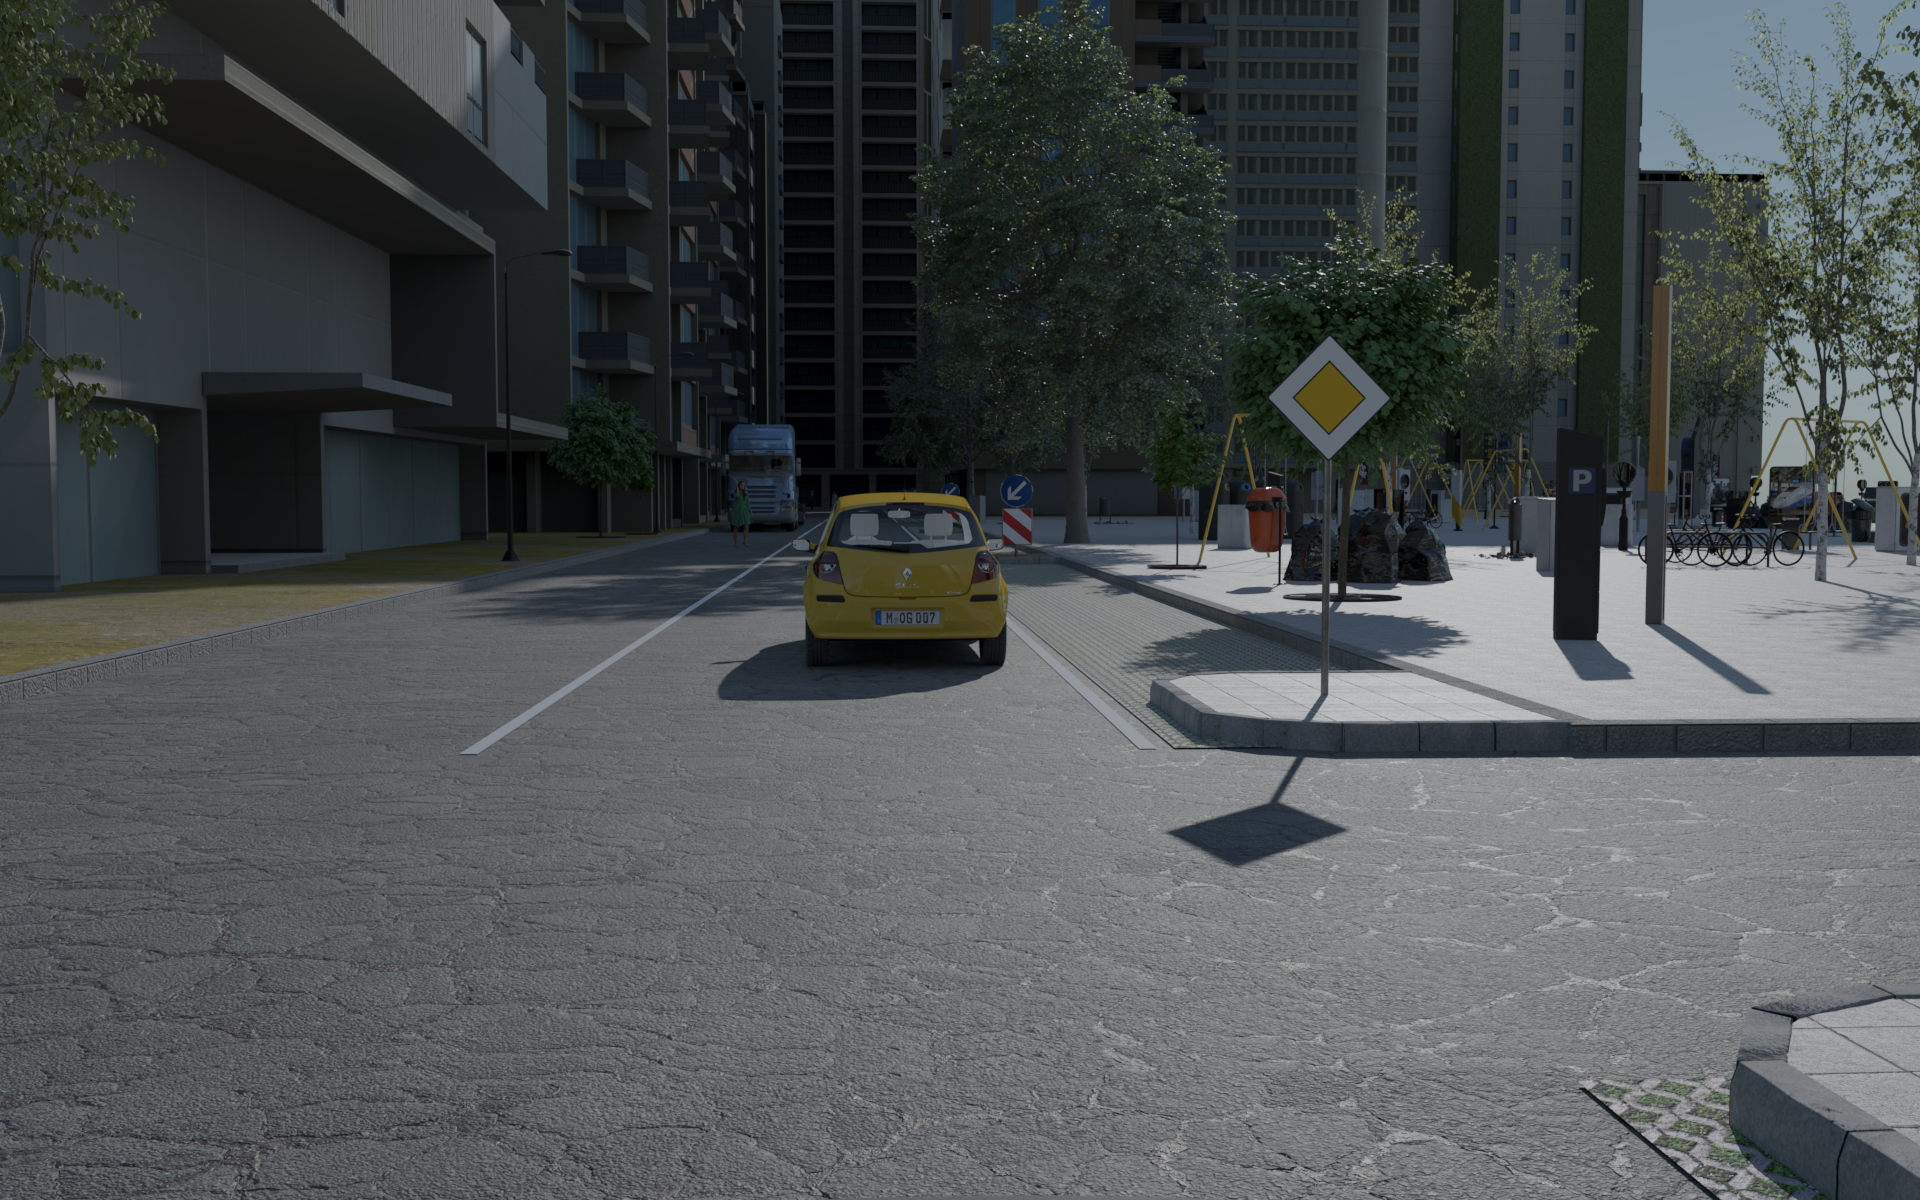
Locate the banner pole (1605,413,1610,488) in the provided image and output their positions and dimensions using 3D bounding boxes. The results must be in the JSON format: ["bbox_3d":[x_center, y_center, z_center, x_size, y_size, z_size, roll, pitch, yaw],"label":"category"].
[{"bbox_3d":[20.121,-3.906,53.886,0.401,3.779,0.863,1,4,23],"label":"banner pole"}]

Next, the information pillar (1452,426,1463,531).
[{"bbox_3d":[17.222,-4.196,59.959,0.183,3.616,0.504,-1,4,-16],"label":"information pillar"}]

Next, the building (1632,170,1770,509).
[{"bbox_3d":[63.447,-23.651,158.389,14.107,30.474,14.160,0,4,-3],"label":"building"}]

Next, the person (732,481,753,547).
[{"bbox_3d":[-5.930,-2.336,46.948,0.600,1.795,0.529,-3,5,-43],"label":"person"}]

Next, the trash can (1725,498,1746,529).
[{"bbox_3d":[28.588,-3.194,63.871,0.748,1.137,0.748,0,3,0],"label":"trash can"}]

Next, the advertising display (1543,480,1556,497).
[{"bbox_3d":[28.104,-4.700,82.060,0.974,1.923,0.123,0,4,3],"label":"advertising display"}]

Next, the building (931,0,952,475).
[{"bbox_3d":[11.435,-34.203,148.449,28.713,52.752,27.495,0,4,-3],"label":"building"}]

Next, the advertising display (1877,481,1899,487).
[{"bbox_3d":[45.057,-4.827,84.142,0.123,1.923,0.974,-2,4,-32],"label":"advertising display"}]

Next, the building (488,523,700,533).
[{"bbox_3d":[-20.696,-25.354,69.157,22.147,44.769,28.867,0,4,-3],"label":"building"}]

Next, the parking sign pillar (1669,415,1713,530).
[{"bbox_3d":[24.848,-4.305,58.865,1.447,3.967,1.447,2,4,33],"label":"parking sign pillar"}]

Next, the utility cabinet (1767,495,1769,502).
[{"bbox_3d":[41.001,-4.624,86.760,1.020,1.237,0.306,0,4,8],"label":"utility cabinet"}]

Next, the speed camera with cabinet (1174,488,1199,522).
[{"bbox_3d":[10.830,-5.261,80.357,2.038,3.252,0.660,-3,4,-39],"label":"speed camera with cabinet"}]

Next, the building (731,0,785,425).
[{"bbox_3d":[-26.289,-32.164,149.581,21.600,48.544,21.300,0,4,-3],"label":"building"}]

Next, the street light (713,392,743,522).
[{"bbox_3d":[-10.609,-6.528,79.268,1.470,5.913,1.316,0,4,-3],"label":"street light"}]

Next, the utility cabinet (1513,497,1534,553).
[{"bbox_3d":[12.619,-1.633,37.865,1.020,1.237,0.306,1,4,17],"label":"utility cabinet"}]

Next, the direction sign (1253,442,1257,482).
[{"bbox_3d":[10.399,-4.228,61.128,0.379,3.537,0.876,1,4,17],"label":"direction sign"}]

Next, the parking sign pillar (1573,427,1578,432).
[{"bbox_3d":[24.922,-4.999,70.200,1.447,3.967,1.447,0,4,7],"label":"parking sign pillar"}]

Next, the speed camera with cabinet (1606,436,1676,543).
[{"bbox_3d":[17.642,-3.120,45.354,2.038,3.252,0.660,1,4,21],"label":"speed camera with cabinet"}]

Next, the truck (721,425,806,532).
[{"bbox_3d":[-7.952,-5.082,72.845,2.967,4.110,18.799,0,4,-4],"label":"truck"}]

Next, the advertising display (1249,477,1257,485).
[{"bbox_3d":[10.911,-3.628,64.527,0.123,1.923,0.974,1,4,19],"label":"advertising display"}]

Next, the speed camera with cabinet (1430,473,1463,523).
[{"bbox_3d":[21.363,-4.997,76.044,0.660,3.252,2.038,-1,4,-10],"label":"speed camera with cabinet"}]

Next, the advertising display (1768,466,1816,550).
[{"bbox_3d":[19.176,-2.124,39.937,0.974,1.923,0.123,3,5,40],"label":"advertising display"}]

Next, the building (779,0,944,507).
[{"bbox_3d":[-8.597,-45.293,178.799,20.611,71.187,20.563,0,4,-3],"label":"building"}]

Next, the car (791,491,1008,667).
[{"bbox_3d":[-0.550,-0.345,15.861,2.015,1.641,3.980,0,4,-4],"label":"car"}]

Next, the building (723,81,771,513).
[{"bbox_3d":[-20.734,-21.387,121.384,14.160,30.474,14.107,0,4,-3],"label":"building"}]

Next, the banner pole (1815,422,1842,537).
[{"bbox_3d":[26.217,-3.810,52.316,0.401,3.779,0.863,-3,5,-45],"label":"banner pole"}]

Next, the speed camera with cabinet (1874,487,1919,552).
[{"bbox_3d":[21.477,-2.710,38.650,2.038,3.252,0.660,-1,4,-18],"label":"speed camera with cabinet"}]

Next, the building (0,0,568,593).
[{"bbox_3d":[-23.529,-27.117,32.595,28.713,52.752,27.495,0,4,-3],"label":"building"}]

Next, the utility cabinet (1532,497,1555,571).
[{"bbox_3d":[10.119,-1.096,29.075,1.020,1.237,0.306,-2,4,-34],"label":"utility cabinet"}]

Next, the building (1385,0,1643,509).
[{"bbox_3d":[42.497,-37.375,153.080,28.212,58.520,21.231,0,4,-3],"label":"building"}]

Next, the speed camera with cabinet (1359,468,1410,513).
[{"bbox_3d":[15.068,-4.082,61.077,2.038,3.252,0.660,-3,5,-41],"label":"speed camera with cabinet"}]

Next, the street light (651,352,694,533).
[{"bbox_3d":[-9.413,-5.151,56.766,1.470,5.913,1.316,0,4,-3],"label":"street light"}]

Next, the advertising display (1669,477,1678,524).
[{"bbox_3d":[25.881,-3.580,63.753,0.974,1.923,0.123,0,4,8],"label":"advertising display"}]

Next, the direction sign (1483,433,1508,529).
[{"bbox_3d":[19.745,-4.399,63.913,0.876,3.537,0.379,0,3,0],"label":"direction sign"}]

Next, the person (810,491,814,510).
[{"bbox_3d":[-13.527,-9.045,157.116,0.721,1.736,1.217,-1,4,-10],"label":"person"}]

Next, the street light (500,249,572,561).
[{"bbox_3d":[-8.063,-3.698,33.000,1.470,5.913,1.316,0,4,-3],"label":"street light"}]

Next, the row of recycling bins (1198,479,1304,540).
[{"bbox_3d":[8.216,-2.563,49.013,3.534,1.692,1.069,-2,4,-31],"label":"row of recycling bins"}]

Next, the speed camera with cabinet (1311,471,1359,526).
[{"bbox_3d":[15.168,-4.601,69.554,2.038,3.252,0.660,1,4,17],"label":"speed camera with cabinet"}]

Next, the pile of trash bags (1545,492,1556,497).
[{"bbox_3d":[28.688,-4.284,79.798,3.447,1.369,1.912,2,4,25],"label":"pile of trash bags"}]

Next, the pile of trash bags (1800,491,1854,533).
[{"bbox_3d":[28.714,-2.932,57.693,1.912,1.369,3.447,2,4,30],"label":"pile of trash bags"}]

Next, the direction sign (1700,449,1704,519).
[{"bbox_3d":[37.467,-5.854,87.717,0.379,3.537,0.876,0,4,5],"label":"direction sign"}]

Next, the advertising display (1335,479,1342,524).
[{"bbox_3d":[16.434,-4.232,74.406,0.123,1.923,0.974,3,5,43],"label":"advertising display"}]

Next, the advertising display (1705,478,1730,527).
[{"bbox_3d":[29.478,-3.804,67.413,0.974,1.923,0.123,0,4,-7],"label":"advertising display"}]

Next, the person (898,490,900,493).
[{"bbox_3d":[-4.592,-7.513,132.061,1.217,1.743,0.721,-1,4,-20],"label":"person"}]

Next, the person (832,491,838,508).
[{"bbox_3d":[-11.734,-9.354,162.107,0.621,1.740,0.551,2,4,25],"label":"person"}]

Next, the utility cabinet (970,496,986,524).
[{"bbox_3d":[0.765,-3.884,74.669,0.306,1.237,1.020,-2,4,-25],"label":"utility cabinet"}]

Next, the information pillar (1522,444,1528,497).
[{"bbox_3d":[26.134,-5.429,80.123,0.183,3.616,0.504,0,4,-1],"label":"information pillar"}]

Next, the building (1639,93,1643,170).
[{"bbox_3d":[60.554,-30.345,179.741,14.086,41.232,14.154,0,4,-3],"label":"building"}]

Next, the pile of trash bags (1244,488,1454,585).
[{"bbox_3d":[5.532,-0.960,25.442,3.447,1.369,1.912,-2,4,-35],"label":"pile of trash bags"}]

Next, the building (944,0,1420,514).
[{"bbox_3d":[15.101,-26.382,123.219,32.217,40.220,23.993,0,4,-3],"label":"building"}]

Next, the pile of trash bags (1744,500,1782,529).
[{"bbox_3d":[31.078,-3.344,64.432,3.447,1.369,1.912,0,4,5],"label":"pile of trash bags"}]

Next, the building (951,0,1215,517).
[{"bbox_3d":[6.755,-27.728,103.464,14.600,45.320,14.200,0,4,-3],"label":"building"}]
